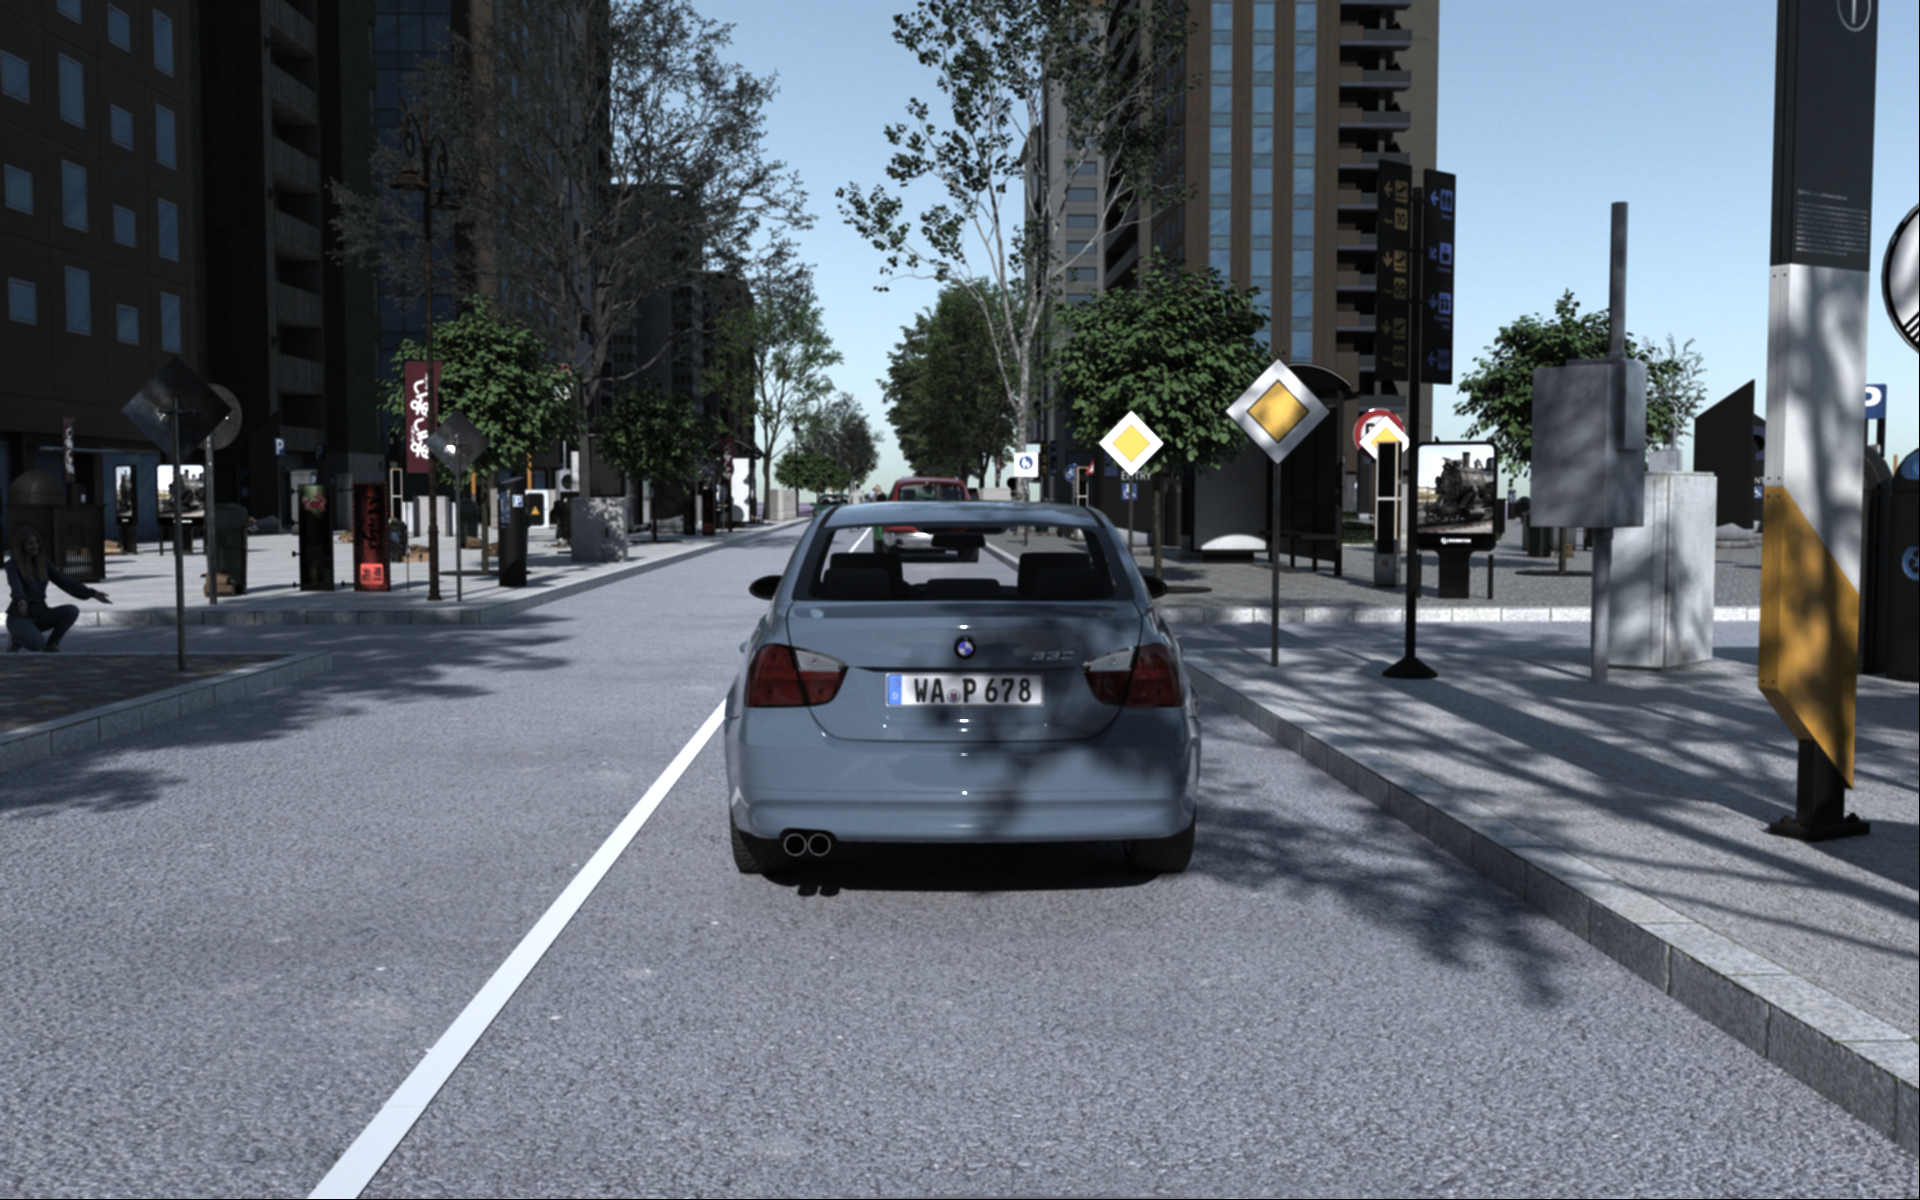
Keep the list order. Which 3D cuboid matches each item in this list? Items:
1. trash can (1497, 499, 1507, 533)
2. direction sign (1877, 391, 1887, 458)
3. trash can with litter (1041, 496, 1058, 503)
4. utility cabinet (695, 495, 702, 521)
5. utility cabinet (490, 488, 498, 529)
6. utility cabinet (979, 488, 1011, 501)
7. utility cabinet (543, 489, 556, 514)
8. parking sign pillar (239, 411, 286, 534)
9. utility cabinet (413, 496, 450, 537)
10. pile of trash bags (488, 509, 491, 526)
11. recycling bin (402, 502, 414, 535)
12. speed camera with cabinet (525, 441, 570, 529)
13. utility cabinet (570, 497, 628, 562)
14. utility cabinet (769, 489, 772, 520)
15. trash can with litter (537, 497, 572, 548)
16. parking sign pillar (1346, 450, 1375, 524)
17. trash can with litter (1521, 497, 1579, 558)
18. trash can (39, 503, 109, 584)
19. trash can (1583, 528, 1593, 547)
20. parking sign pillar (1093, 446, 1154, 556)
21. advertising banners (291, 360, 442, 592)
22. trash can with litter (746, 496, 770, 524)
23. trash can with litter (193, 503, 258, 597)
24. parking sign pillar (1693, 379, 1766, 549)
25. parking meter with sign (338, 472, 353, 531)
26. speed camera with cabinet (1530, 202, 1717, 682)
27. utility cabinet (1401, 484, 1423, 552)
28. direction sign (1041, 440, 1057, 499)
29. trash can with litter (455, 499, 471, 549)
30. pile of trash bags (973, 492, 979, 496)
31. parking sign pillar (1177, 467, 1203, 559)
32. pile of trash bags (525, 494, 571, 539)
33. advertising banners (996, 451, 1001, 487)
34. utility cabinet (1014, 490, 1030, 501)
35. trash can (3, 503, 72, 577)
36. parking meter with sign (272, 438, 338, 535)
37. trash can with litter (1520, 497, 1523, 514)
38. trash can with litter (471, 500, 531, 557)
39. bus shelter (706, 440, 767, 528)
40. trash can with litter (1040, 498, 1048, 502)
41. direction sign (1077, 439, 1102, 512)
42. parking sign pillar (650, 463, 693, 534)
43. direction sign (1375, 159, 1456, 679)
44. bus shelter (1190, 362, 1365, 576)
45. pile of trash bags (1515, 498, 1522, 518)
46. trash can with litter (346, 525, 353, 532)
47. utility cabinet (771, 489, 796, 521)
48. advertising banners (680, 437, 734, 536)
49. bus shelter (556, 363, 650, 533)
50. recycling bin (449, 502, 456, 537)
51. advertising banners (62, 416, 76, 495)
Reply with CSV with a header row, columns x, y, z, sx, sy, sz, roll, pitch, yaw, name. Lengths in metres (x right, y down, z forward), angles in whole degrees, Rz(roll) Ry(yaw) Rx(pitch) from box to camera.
x,y,z,sx,sy,sz,roll,pitch,yaw,name
16.834,-2.620,54.488,0.748,1.137,0.748,0,3,0,trash can
19.970,-2.789,37.604,0.379,3.537,0.876,1,4,19,direction sign
2.372,-2.620,53.893,2.233,1.210,1.678,0,4,-3,trash can with litter
-13.150,-4.696,87.935,0.306,1.237,1.020,1,4,17,utility cabinet
-16.722,-3.334,63.197,0.318,1.500,1.173,-3,5,-44,utility cabinet
1.214,-3.200,60.993,1.173,1.500,0.318,-2,4,-32,utility cabinet
-19.097,-4.370,80.127,0.318,1.500,1.173,-3,4,-39,utility cabinet
-22.638,-4.133,56.041,1.447,3.967,1.447,2,4,26,parking sign pillar
-15.839,-2.492,51.904,1.020,1.237,0.306,0,4,6,utility cabinet
-17.309,-3.542,67.670,1.912,1.369,3.447,-2,4,-26,pile of trash bags
-17.649,-2.609,55.214,0.722,1.027,0.722,0,4,3,recycling bin
-15.107,-4.231,63.521,2.038,3.252,0.660,-2,4,-29,speed camera with cabinet
-6.831,-1.322,32.777,1.020,1.237,0.306,0,4,6,utility cabinet
-10.149,-5.213,93.918,0.318,1.500,1.173,0,4,5,utility cabinet
-9.672,-1.900,42.125,1.678,1.210,2.233,0,4,0,trash can with litter
17.199,-5.220,73.819,1.447,3.967,1.447,1,4,8,parking sign pillar
12.036,-1.457,35.207,1.055,1.170,0.624,1,4,15,trash can with litter
-12.667,-0.814,24.962,0.748,1.137,0.748,0,3,0,trash can
15.438,-1.854,41.962,0.748,1.137,0.748,0,3,0,trash can
3.495,-2.940,36.543,1.447,3.967,1.447,-1,4,-17,parking sign pillar
-7.760,-1.621,22.696,2.074,3.025,0.090,0,4,5,advertising banners
-9.132,-3.952,75.677,1.678,1.210,2.233,0,4,-4,trash can with litter
-9.279,-0.647,21.972,0.624,1.170,1.055,-1,4,-17,trash can with litter
18.224,-3.231,41.295,1.447,3.967,1.447,3,4,39,parking sign pillar
-21.821,-3.971,61.187,0.543,3.016,1.738,3,4,38,parking meter with sign
4.811,-1.110,12.479,0.660,3.252,2.038,3,5,43,speed camera with cabinet
9.756,-1.804,38.180,1.173,1.500,0.318,-1,4,-16,utility cabinet
3.764,-4.985,73.497,0.876,3.537,0.379,3,5,43,direction sign
-11.441,-1.789,40.630,0.624,1.170,1.055,-2,4,-32,trash can with litter
1.097,-4.849,89.031,1.912,1.369,3.447,1,4,10,pile of trash bags
5.071,-2.815,34.504,1.447,3.967,1.447,0,4,3,parking sign pillar
-11.393,-2.461,49.993,3.447,1.369,1.912,0,4,2,pile of trash bags
1.275,-4.635,71.963,0.090,3.025,2.074,-1,4,-22,advertising banners
3.349,-5.210,93.861,0.318,1.500,1.173,2,4,31,utility cabinet
-14.081,-0.895,26.285,0.748,1.137,0.748,0,3,0,trash can
-20.357,-3.516,53.745,1.738,3.016,0.543,1,4,10,parking meter with sign
25.213,-3.984,76.523,0.624,1.170,1.055,-1,4,-18,trash can with litter
-9.267,-1.459,35.242,1.055,1.170,0.624,1,4,22,trash can with litter
-8.673,-4.482,67.209,2.014,3.302,5.546,0,4,-2,bus shelter
2.498,-2.851,57.993,1.055,1.170,0.624,0,4,3,trash can with litter
2.517,-2.388,31.038,0.876,3.537,0.379,1,4,18,direction sign
-9.436,-4.173,56.703,1.447,3.967,1.447,-2,4,-27,parking sign pillar
3.169,-1.229,12.093,0.876,3.537,0.379,-3,5,-41,direction sign
5.123,-2.172,29.436,2.014,3.302,5.546,0,4,-2,bus shelter
31.835,-5.247,95.548,3.447,1.369,1.912,-3,5,-44,pile of trash bags
-18.912,-2.665,54.954,1.055,1.170,0.624,-3,4,-39,trash can with litter
-8.818,-4.817,87.439,1.173,1.500,0.318,-3,5,-42,utility cabinet
-7.828,-3.520,53.732,2.074,3.025,0.090,2,4,29,advertising banners
-11.483,-4.786,55.886,2.179,5.291,8.768,0,4,-2,bus shelter
-15.353,-2.456,52.707,0.722,1.027,0.722,2,4,30,recycling bin
-20.127,-2.576,38.308,0.090,3.025,2.074,0,4,6,advertising banners
